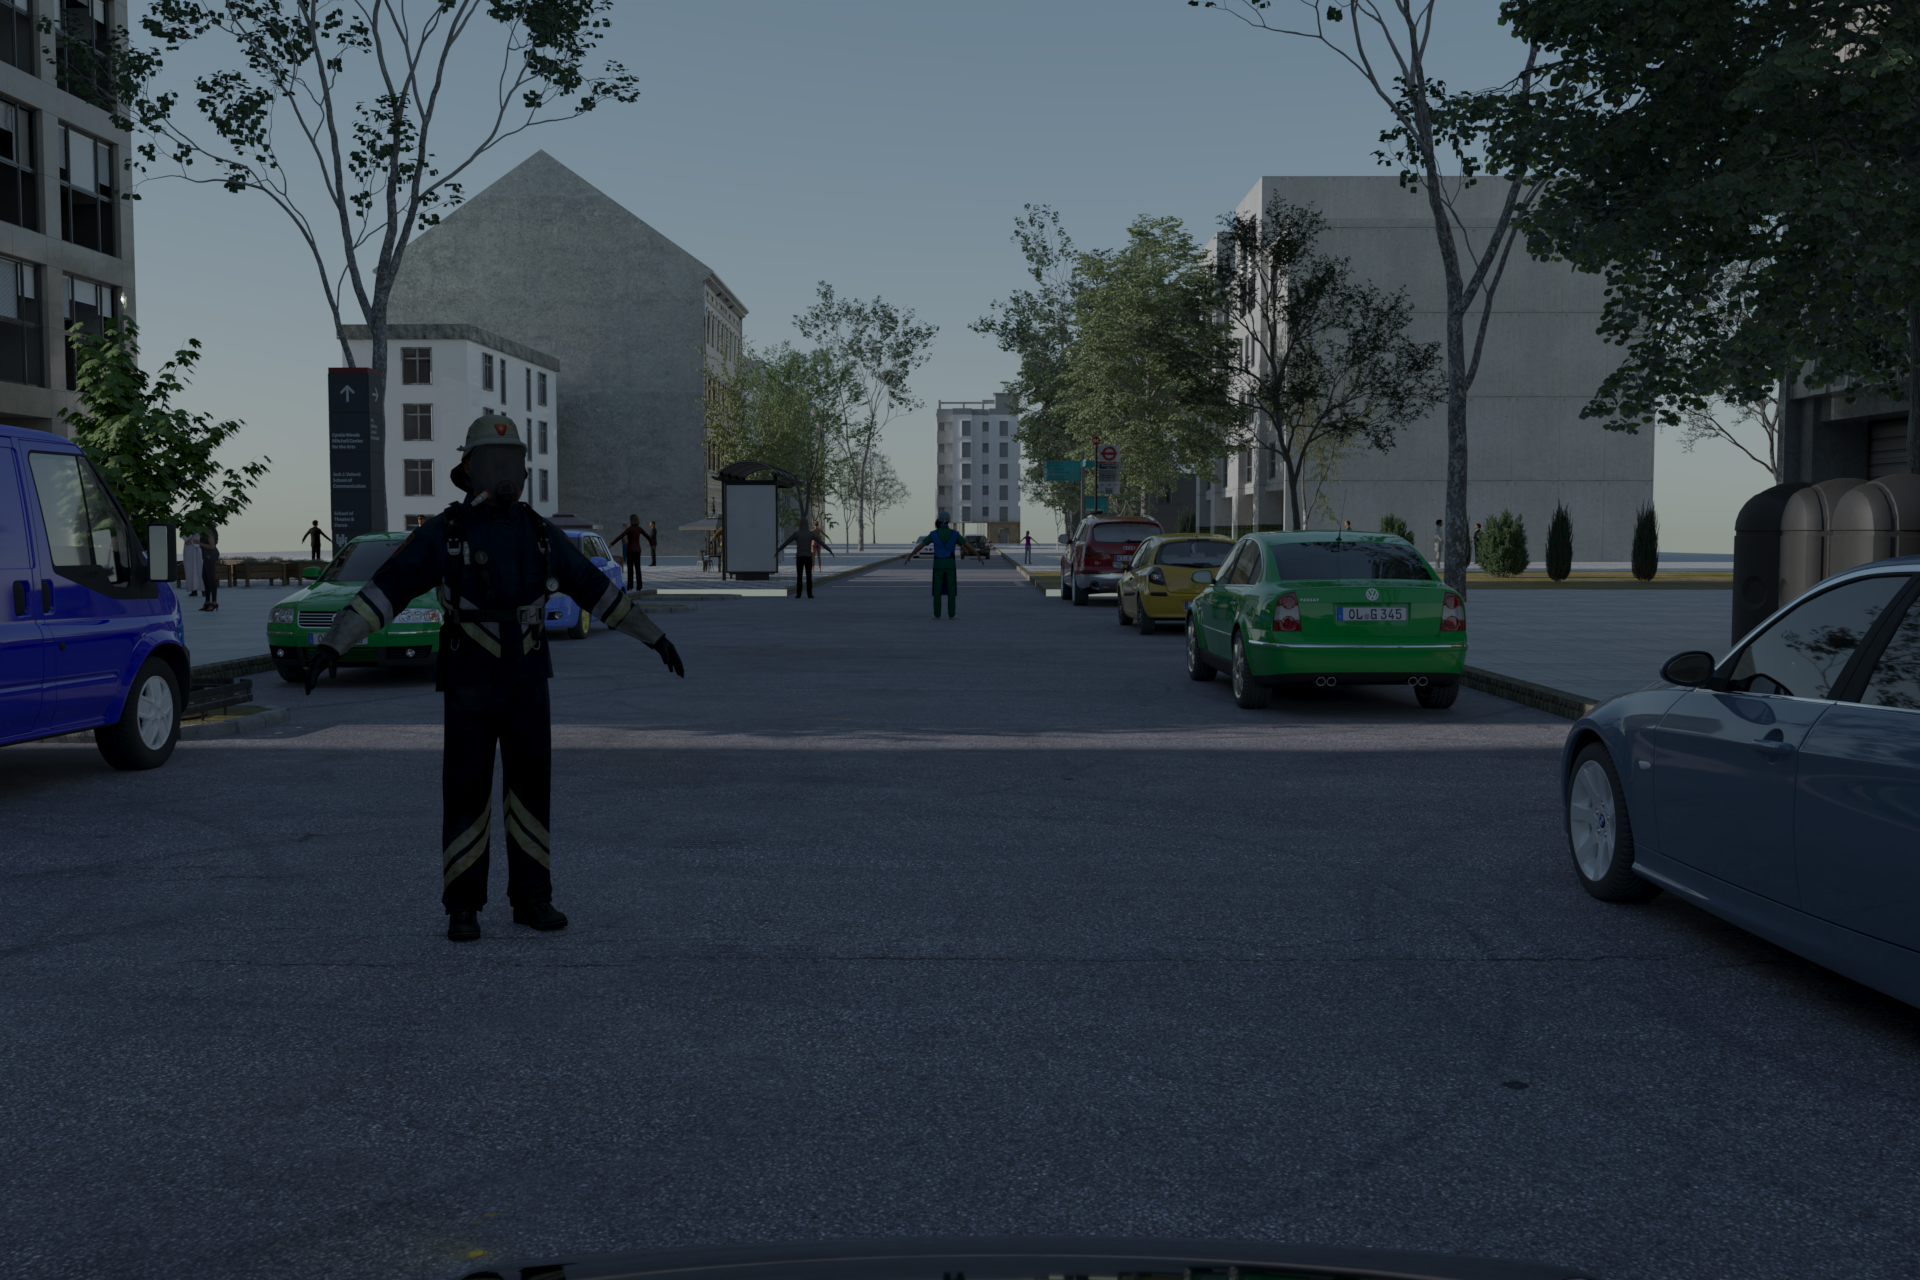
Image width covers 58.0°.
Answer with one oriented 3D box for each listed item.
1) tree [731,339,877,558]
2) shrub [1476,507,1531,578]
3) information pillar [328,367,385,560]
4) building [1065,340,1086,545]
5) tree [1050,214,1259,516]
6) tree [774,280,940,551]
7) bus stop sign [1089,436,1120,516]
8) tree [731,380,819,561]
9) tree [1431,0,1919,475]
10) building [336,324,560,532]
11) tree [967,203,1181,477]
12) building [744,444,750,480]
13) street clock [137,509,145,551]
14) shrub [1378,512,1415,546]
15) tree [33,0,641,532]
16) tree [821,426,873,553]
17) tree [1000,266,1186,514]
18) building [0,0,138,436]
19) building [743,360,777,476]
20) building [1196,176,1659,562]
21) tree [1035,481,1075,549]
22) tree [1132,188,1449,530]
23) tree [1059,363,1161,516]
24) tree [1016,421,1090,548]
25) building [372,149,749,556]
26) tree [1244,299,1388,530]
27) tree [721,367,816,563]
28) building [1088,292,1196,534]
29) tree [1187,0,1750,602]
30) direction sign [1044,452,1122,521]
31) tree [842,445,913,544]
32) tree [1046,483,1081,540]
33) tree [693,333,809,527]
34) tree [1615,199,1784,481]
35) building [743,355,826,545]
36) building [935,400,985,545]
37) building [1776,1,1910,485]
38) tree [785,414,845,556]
[{"bbox_3d":[-8.260,-10.151,91.718,9.928,11.665,9.643,0,3,0],"label":"tree"},{"bbox_3d":[15.977,-2.867,50.917,1.661,2.075,1.752,0,3,0],"label":"shrub"},{"bbox_3d":[-9.474,-2.316,27.238,0.750,3.857,0.750,0,4,1],"label":"information pillar"},{"bbox_3d":[25.926,-21.707,198.890,27.936,21.610,32.646,0,4,1],"label":"building"},{"bbox_3d":[6.884,-8.771,61.540,7.486,12.596,7.792,0,3,0],"label":"tree"},{"bbox_3d":[-7.952,-16.722,129.298,12.611,20.169,13.585,0,3,0],"label":"tree"},{"bbox_3d":[3.942,-3.591,47.411,0.855,3.939,0.416,0,4,-1],"label":"bus stop sign"},{"bbox_3d":[-8.522,-8.043,81.867,4.737,8.622,4.395,0,3,0],"label":"tree"},{"bbox_3d":[8.975,-6.666,15.650,9.857,13.997,8.962,0,3,0],"label":"tree"},{"bbox_3d":[-23.773,-8.642,83.439,9.099,9.664,28.070,0,4,1],"label":"building"},{"bbox_3d":[5.821,-15.015,101.386,12.611,20.169,13.585,0,3,0],"label":"tree"},{"bbox_3d":[-24.078,-13.619,164.820,9.099,9.664,28.070,0,3,0],"label":"building"},{"bbox_3d":[-9.558,-0.958,20.241,0.358,2.002,0.471,0,4,0],"label":"street clock"},{"bbox_3d":[14.404,-3.266,57.826,1.690,2.028,1.600,0,3,0],"label":"shrub"},{"bbox_3d":[-12.577,-11.081,37.059,12.611,20.169,13.585,0,3,0],"label":"tree"},{"bbox_3d":[-7.634,-10.258,118.076,4.360,8.622,3.978,0,3,0],"label":"tree"},{"bbox_3d":[6.698,-10.833,83.771,9.857,13.997,8.962,0,3,0],"label":"tree"},{"bbox_3d":[-31.884,-13.823,29.202,19.351,26.588,34.151,0,4,1],"label":"building"},{"bbox_3d":[-26.316,-20.367,189.414,16.016,20.090,11.380,0,4,0],"label":"building"},{"bbox_3d":[23.315,-13.933,94.258,16.747,18.905,31.486,0,4,0],"label":"building"},{"bbox_3d":[8.307,-11.931,145.432,4.360,8.622,3.978,0,3,0],"label":"tree"},{"bbox_3d":[9.027,-6.836,46.183,8.767,10.594,7.601,0,4,-4],"label":"tree"},{"bbox_3d":[6.808,-7.421,71.702,4.360,8.622,3.978,0,3,0],"label":"tree"},{"bbox_3d":[7.644,-11.852,128.199,7.601,10.594,8.767,0,4,1],"label":"tree"},{"bbox_3d":[-23.959,-16.977,108.499,19.493,23.208,18.063,0,4,0],"label":"building"},{"bbox_3d":[10.501,-6.311,53.543,4.360,8.622,3.978,0,3,0],"label":"tree"},{"bbox_3d":[-8.076,-7.666,75.707,4.737,8.622,4.395,0,3,0],"label":"tree"},{"bbox_3d":[25.613,-19.486,162.569,27.936,21.610,32.646,0,4,1],"label":"building"},{"bbox_3d":[9.668,-10.700,30.837,12.611,20.169,13.585,0,3,0],"label":"tree"},{"bbox_3d":[3.979,-4.089,55.622,2.525,3.948,1.411,0,3,0],"label":"direction sign"},{"bbox_3d":[-11.584,-19.586,230.602,12.009,13.543,11.850,0,3,0],"label":"tree"},{"bbox_3d":[7.553,-10.180,116.806,4.360,8.622,3.978,0,3,0],"label":"tree"},{"bbox_3d":[-7.894,-6.923,63.560,4.737,8.622,4.395,0,3,0],"label":"tree"},{"bbox_3d":[25.368,-8.715,52.867,12.009,13.543,11.850,0,3,0],"label":"tree"},{"bbox_3d":[-26.619,-23.294,211.781,19.493,23.208,18.063,0,4,1],"label":"building"},{"bbox_3d":[-3.006,-23.028,235.382,11.380,20.090,16.016,0,4,-2],"label":"building"},{"bbox_3d":[25.965,-13.140,32.100,12.078,24.872,19.932,0,4,1],"label":"building"},{"bbox_3d":[-8.518,-9.214,101.010,4.737,8.622,4.395,0,3,0],"label":"tree"}]
